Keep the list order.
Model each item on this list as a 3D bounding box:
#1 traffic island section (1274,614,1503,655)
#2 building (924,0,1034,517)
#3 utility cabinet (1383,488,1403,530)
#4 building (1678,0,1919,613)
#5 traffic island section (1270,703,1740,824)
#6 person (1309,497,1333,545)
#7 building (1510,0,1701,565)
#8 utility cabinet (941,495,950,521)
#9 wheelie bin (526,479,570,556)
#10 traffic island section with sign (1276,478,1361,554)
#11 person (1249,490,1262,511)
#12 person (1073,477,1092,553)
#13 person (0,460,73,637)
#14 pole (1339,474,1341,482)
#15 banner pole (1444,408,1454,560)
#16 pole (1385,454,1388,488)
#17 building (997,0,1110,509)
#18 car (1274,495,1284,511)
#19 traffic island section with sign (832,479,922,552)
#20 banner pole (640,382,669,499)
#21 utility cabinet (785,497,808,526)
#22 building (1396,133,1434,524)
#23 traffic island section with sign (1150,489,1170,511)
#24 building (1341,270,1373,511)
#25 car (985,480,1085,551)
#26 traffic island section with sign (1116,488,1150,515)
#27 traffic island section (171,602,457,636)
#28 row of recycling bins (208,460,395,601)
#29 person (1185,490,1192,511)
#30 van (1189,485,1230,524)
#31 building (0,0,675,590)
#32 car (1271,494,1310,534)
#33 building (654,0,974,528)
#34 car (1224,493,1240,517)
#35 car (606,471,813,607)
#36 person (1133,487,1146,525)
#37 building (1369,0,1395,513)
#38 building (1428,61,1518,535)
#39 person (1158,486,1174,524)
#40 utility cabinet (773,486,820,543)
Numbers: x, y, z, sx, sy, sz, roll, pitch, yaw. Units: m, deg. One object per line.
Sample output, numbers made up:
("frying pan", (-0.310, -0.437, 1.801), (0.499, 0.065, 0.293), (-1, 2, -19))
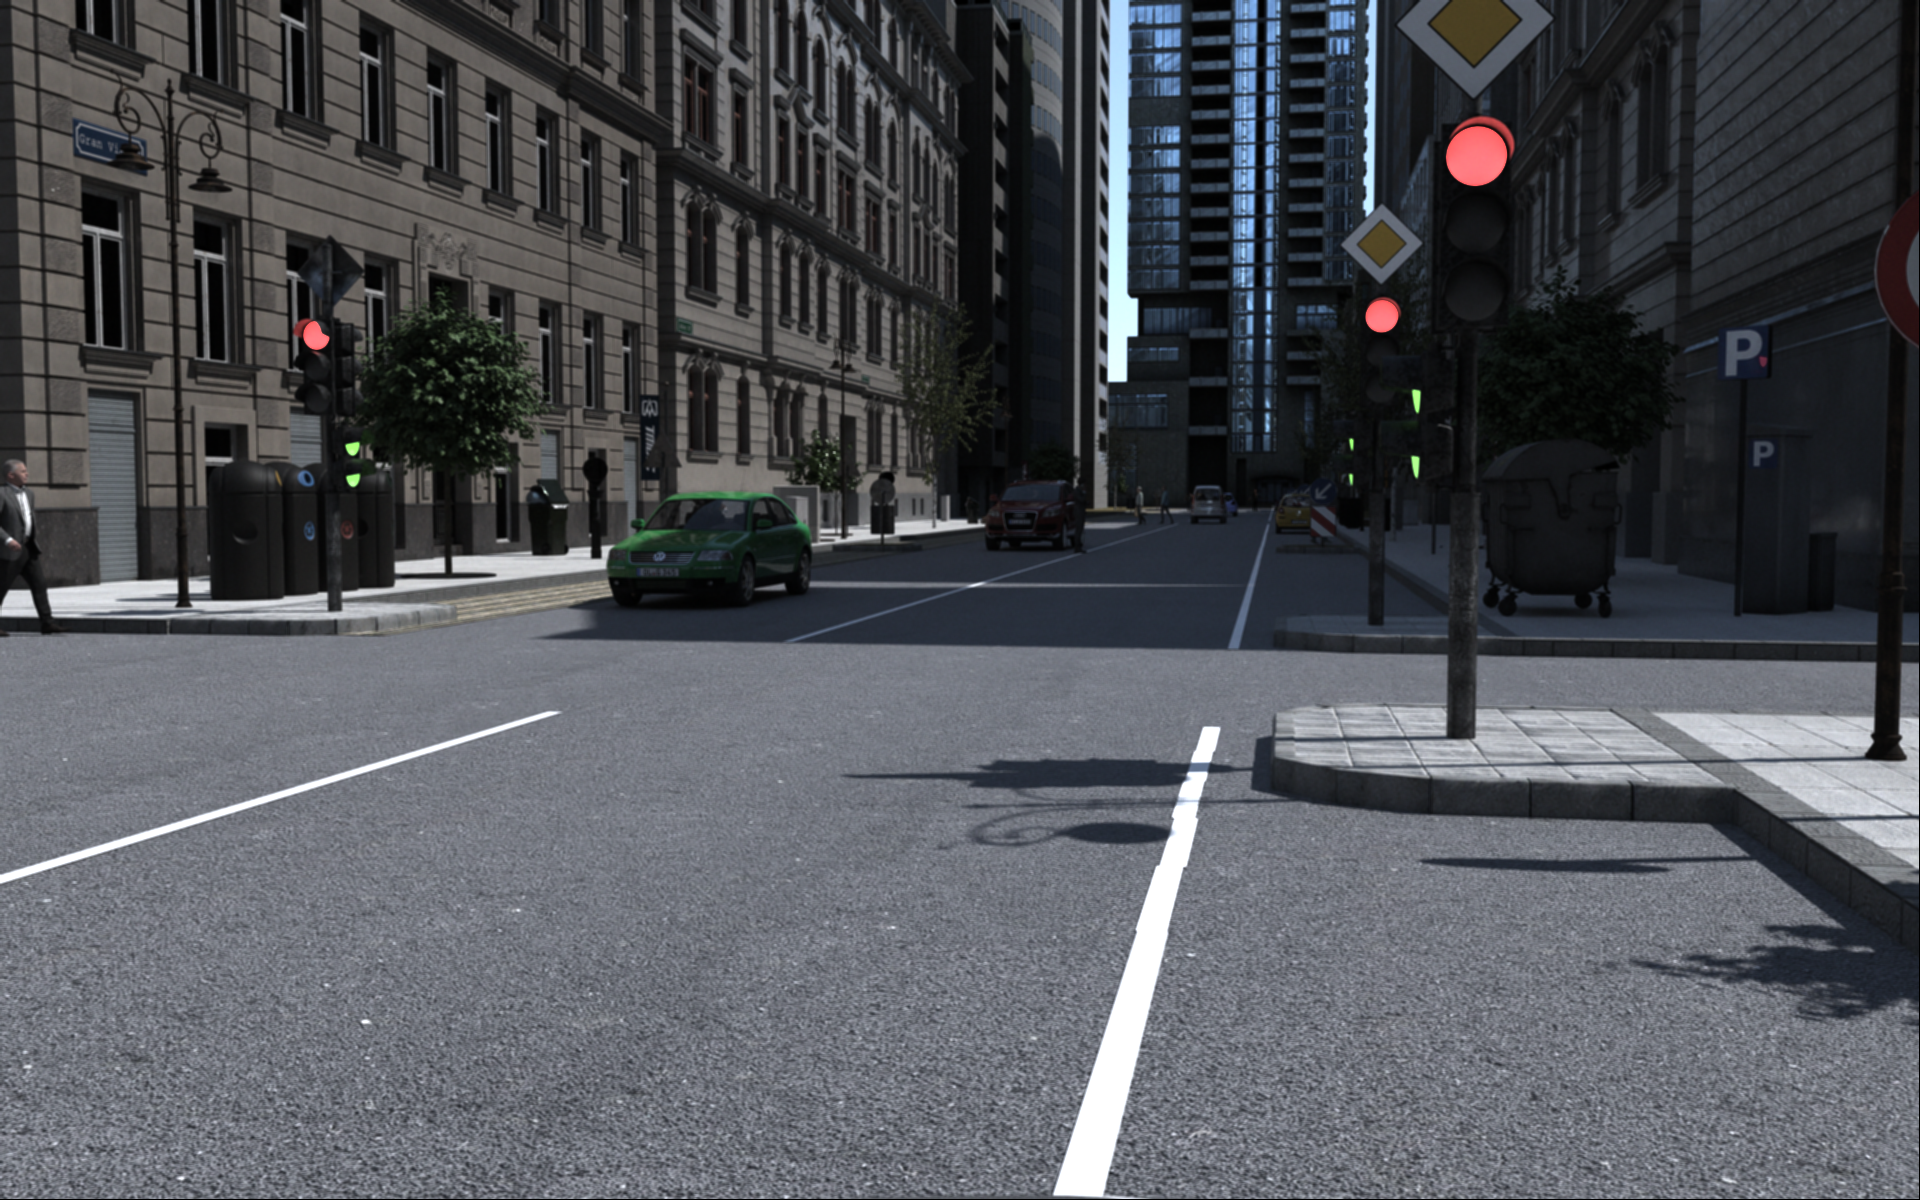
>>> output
("traffic island section", (4.097, 0.325, 16.975), (2.009, 0.180, 2.903), (1, 4, 10))
("building", (-3.599, -20.184, 101.717), (14.160, 30.474, 14.107), (1, 4, 10))
("utility cabinet", (15.294, -3.235, 61.575), (1.173, 1.500, 0.318), (-3, 5, -44))
("building", (19.526, -10.519, 21.138), (18.267, 20.994, 9.793), (1, 4, 10))
("traffic island section", (2.659, 0.805, 9.120), (2.009, 0.180, 2.903), (1, 4, 10))
("person", (10.209, -2.464, 48.772), (0.713, 1.824, 0.794), (2, 4, 26))
("building", (20.872, -15.470, 40.320), (14.401, 28.519, 23.554), (1, 4, 10))
("utility cabinet", (-0.700, -4.320, 81.790), (0.306, 1.237, 1.020), (1, 4, 8))
("wheelie bin", (-8.658, -1.735, 36.273), (0.693, 1.594, 0.980), (2, 4, 25))
("traffic island section with sign", (8.761, -2.067, 42.418), (1.989, 1.847, 2.006), (1, 4, 10))
("person", (25.354, -8.569, 148.745), (1.348, 1.807, 0.705), (-1, 4, -20))
("person", (2.964, -2.060, 41.983), (0.447, 1.846, 0.655), (1, 4, 9))
("person", (-9.425, -0.521, 17.422), (0.834, 1.777, 0.661), (0, 4, 2))
("pole", (19.897, -5.904, 90.379), (0.158, 3.312, 0.155), (0, 3, 0))
("banner pole", (9.615, -2.679, 33.818), (0.401, 3.779, 0.863), (-2, 4, -34))
("pole", (20.798, -5.545, 84.510), (0.158, 3.312, 0.155), (0, 3, 0))
("building", (-0.907, -37.606, 156.861), (28.212, 58.520, 21.231), (1, 4, 10))
("car", (27.762, -8.269, 147.775), (1.945, 1.354, 3.894), (1, 4, 9))
("traffic island section with sign", (-2.015, -2.138, 43.586), (1.989, 1.847, 2.006), (1, 4, 10))
("banner pole", (-6.745, -2.970, 38.577), (0.863, 3.779, 0.401), (-2, 4, -32))
("utility cabinet", (-4.073, -1.970, 43.365), (0.306, 1.237, 1.020), (1, 4, 12))
("building", (26.396, -13.828, 80.847), (10.420, 20.320, 16.860), (1, 4, 10))
("traffic island section with sign", (16.689, -8.392, 145.838), (1.989, 1.847, 2.006), (1, 4, 10))
("building", (46.768, -18.368, 145.363), (27.650, 21.520, 28.899), (1, 4, 10))
("car", (2.028, -2.260, 45.621), (2.281, 1.827, 5.304), (1, 4, 12))
("traffic island section with sign", (11.842, -6.770, 119.320), (1.989, 1.847, 2.006), (1, 4, 10))
("traffic island section", (-6.862, 0.202, 18.978), (2.009, 0.180, 2.903), (1, 4, 10))
("row of recycling bins", (-8.518, -0.940, 22.476), (1.069, 1.692, 3.534), (1, 4, 11))
("person", (19.308, -8.327, 145.373), (0.721, 1.735, 1.217), (-3, 5, -42))
("van", (12.206, -4.763, 84.884), (2.013, 2.044, 4.112), (1, 4, 10))
("building", (-15.793, -14.555, 35.241), (12.463, 27.353, 25.104), (1, 4, 10))
("car", (12.487, -3.276, 63.782), (2.015, 1.641, 3.980), (1, 4, 11))
("building", (-8.119, -18.095, 83.249), (14.401, 28.519, 23.554), (1, 4, 10))
("car", (17.039, -6.248, 111.749), (1.945, 1.707, 3.694), (1, 4, 11))
("car", (-3.309, -0.901, 23.531), (1.959, 1.807, 4.718), (1, 4, 10))
("person", (8.384, -4.383, 80.648), (0.515, 1.767, 0.782), (0, 4, -6))
("building", (38.551, -35.094, 115.786), (21.231, 58.520, 28.212), (1, 4, 10))
("building", (24.014, -14.924, 62.026), (12.078, 24.808, 19.932), (1, 4, 10))
("person", (9.864, -4.566, 83.009), (0.748, 1.841, 0.638), (3, 4, 36))
("utility cabinet", (-4.236, -2.214, 44.874), (1.173, 1.500, 0.318), (1, 4, 8))
